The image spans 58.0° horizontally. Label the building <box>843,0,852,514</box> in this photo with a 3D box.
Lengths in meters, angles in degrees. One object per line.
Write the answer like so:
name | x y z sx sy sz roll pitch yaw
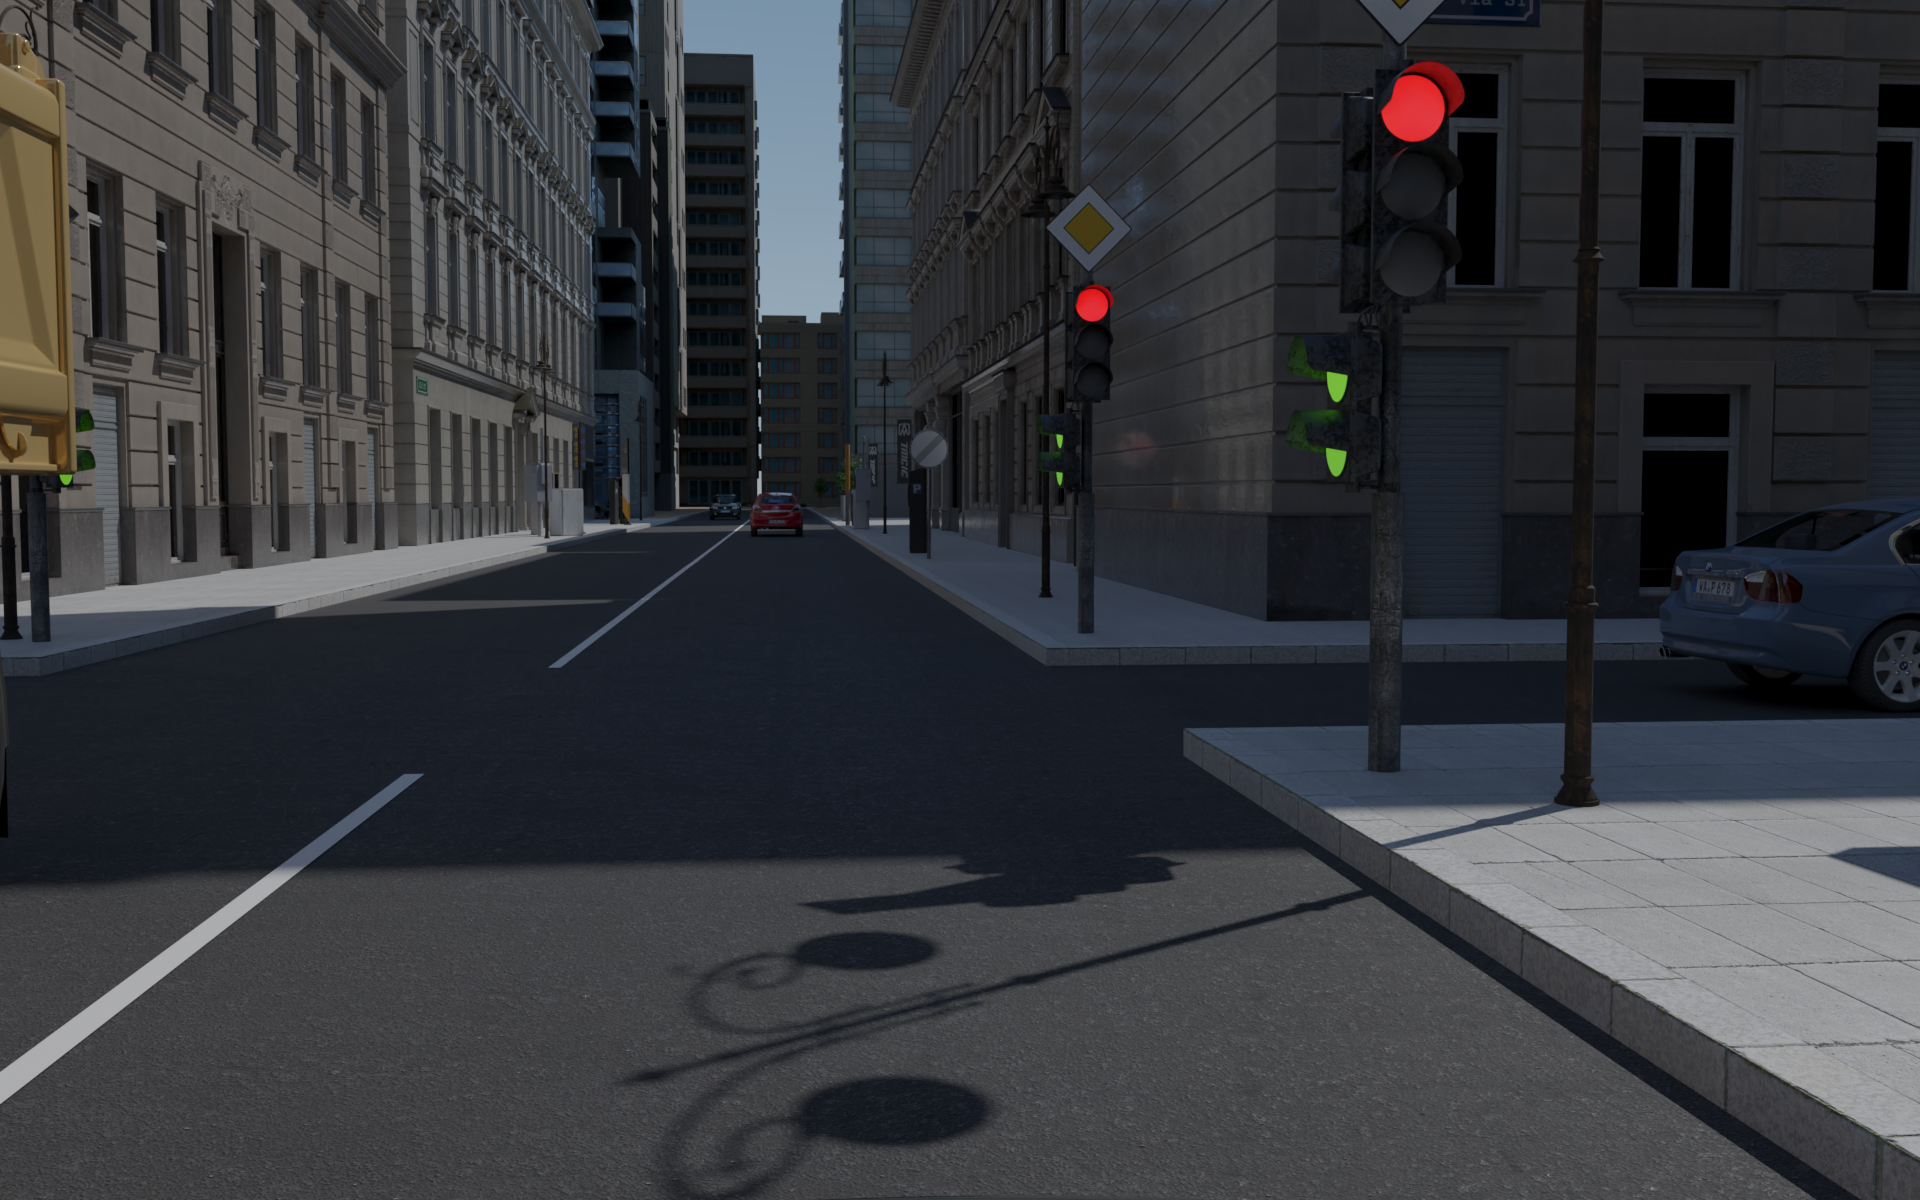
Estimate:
building | 2.350 -35.395 120.701 21.231 58.520 28.212 0 4 -6

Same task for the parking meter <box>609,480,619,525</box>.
parking meter | -14.549 -4.105 72.834 0.255 1.863 0.399 1 4 14

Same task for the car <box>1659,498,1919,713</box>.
car | 7.348 -0.017 12.282 4.499 1.417 2.014 0 4 -6

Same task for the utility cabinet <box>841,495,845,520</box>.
utility cabinet | -5.629 -4.498 84.707 0.306 1.237 1.020 -1 4 -10

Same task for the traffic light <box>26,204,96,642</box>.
traffic light | -7.969 -1.591 14.937 0.839 4.253 0.868 0 4 -6

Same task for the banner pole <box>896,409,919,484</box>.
banner pole | -1.487 -3.725 50.916 0.863 3.779 0.401 1 4 22

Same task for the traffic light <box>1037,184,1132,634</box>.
traffic light | 1.144 -1.649 15.876 0.839 4.253 0.868 0 4 -6

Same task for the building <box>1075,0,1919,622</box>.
building | 14.569 -13.831 23.407 25.104 27.353 12.463 0 4 -6

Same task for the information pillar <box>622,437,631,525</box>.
information pillar | -13.852 -4.923 71.851 0.183 3.616 0.504 -3 4 -39

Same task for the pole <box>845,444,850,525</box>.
pole | -4.597 -4.713 70.905 0.158 3.312 0.155 0 3 0

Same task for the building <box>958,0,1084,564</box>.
building | 5.732 -10.777 40.826 10.561 19.102 19.286 0 4 -6

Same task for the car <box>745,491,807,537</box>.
car | -6.353 -3.114 59.950 2.155 1.783 4.494 0 4 -6

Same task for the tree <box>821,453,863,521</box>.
tree | -5.810 -5.729 88.276 1.663 3.219 1.824 0 3 0

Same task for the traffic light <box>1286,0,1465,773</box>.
traffic light | 1.952 -1.163 7.932 0.839 4.253 0.868 0 4 -6

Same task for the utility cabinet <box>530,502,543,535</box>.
utility cabinet | -13.308 -2.651 54.512 0.306 1.237 1.020 0 4 -8

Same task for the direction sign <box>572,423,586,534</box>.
direction sign | -12.259 -3.901 55.781 0.379 3.537 0.876 1 4 13

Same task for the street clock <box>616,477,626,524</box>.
street clock | -14.311 -4.209 73.385 0.471 2.002 0.358 -3 5 -41

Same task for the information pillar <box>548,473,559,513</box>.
information pillar | -14.075 -3.393 59.969 0.304 2.012 0.304 2 4 26

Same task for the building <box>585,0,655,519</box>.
building | -29.387 -48.280 102.054 22.319 86.520 31.000 0 4 -6

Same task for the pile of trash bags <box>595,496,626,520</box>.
pile of trash bags | -18.382 -4.770 87.735 3.447 1.369 1.912 2 4 35

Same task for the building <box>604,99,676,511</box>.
building | -28.449 -21.699 126.487 14.160 30.474 14.107 0 4 -6

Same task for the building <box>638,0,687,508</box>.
building | -37.301 -34.166 147.846 27.495 52.752 28.713 0 4 -6

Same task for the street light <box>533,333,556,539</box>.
street light | -11.892 -4.703 49.687 0.468 5.910 1.993 0 4 -6

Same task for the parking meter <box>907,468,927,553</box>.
parking meter | -0.924 -1.948 37.560 0.399 1.863 0.255 1 4 8

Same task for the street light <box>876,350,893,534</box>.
street light | -2.425 -5.080 55.839 0.468 5.910 1.993 0 4 -6

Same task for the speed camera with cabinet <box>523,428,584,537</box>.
speed camera with cabinet | -12.357 -3.568 52.671 0.660 3.252 2.038 2 4 29

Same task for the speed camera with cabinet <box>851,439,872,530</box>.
speed camera with cabinet | -3.616 -4.217 63.282 0.660 3.252 2.038 0 4 -8

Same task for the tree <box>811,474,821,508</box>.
tree | -13.329 -10.600 167.905 1.663 3.219 1.824 0 3 0

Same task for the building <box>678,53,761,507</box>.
building | -32.113 -34.227 183.314 21.600 48.544 21.300 0 4 -6

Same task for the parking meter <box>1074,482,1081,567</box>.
parking meter | 2.155 -1.531 30.739 0.255 1.863 0.399 0 4 6

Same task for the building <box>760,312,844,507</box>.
building | -7.098 -21.072 189.572 28.899 21.520 27.650 0 4 -6

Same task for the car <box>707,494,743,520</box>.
car | -13.130 -5.331 96.946 2.009 1.686 4.222 0 4 -7

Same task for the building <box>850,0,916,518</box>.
building | 0.660 -25.458 99.840 14.154 41.232 14.086 0 4 -6

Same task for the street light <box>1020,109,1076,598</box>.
street light | 1.066 -2.970 21.344 0.468 5.910 1.993 0 4 -6

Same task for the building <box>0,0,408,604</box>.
building | -17.641 -14.078 27.436 12.463 27.353 25.104 0 4 -6

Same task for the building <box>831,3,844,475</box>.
building | 0.796 -32.499 150.972 23.786 49.044 30.456 0 4 -6

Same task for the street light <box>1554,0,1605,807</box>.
street light | 2.559 -2.093 7.005 0.468 5.910 1.993 0 4 -6

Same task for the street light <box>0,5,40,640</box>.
street light | -8.391 -2.590 15.140 0.468 5.910 1.993 0 4 -6

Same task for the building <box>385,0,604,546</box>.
building | -23.371 -17.480 62.219 17.030 29.872 44.131 0 4 -6

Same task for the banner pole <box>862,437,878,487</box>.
banner pole | -3.971 -5.237 75.642 0.863 3.779 0.401 1 4 13

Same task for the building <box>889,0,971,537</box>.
building | 2.465 -13.487 71.428 10.553 20.767 40.483 0 4 -6

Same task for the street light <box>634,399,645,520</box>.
street light | -15.568 -6.823 84.347 0.468 5.910 1.993 0 4 -6

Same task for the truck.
truck | -4.199 -0.364 1.882 3.469 3.379 9.791 0 4 -6

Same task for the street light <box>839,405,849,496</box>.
street light | -6.049 -7.189 90.321 0.468 5.910 1.993 0 4 -6

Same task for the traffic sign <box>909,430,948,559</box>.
traffic sign | -0.615 -2.090 34.275 0.768 2.556 0.104 0 4 -2
